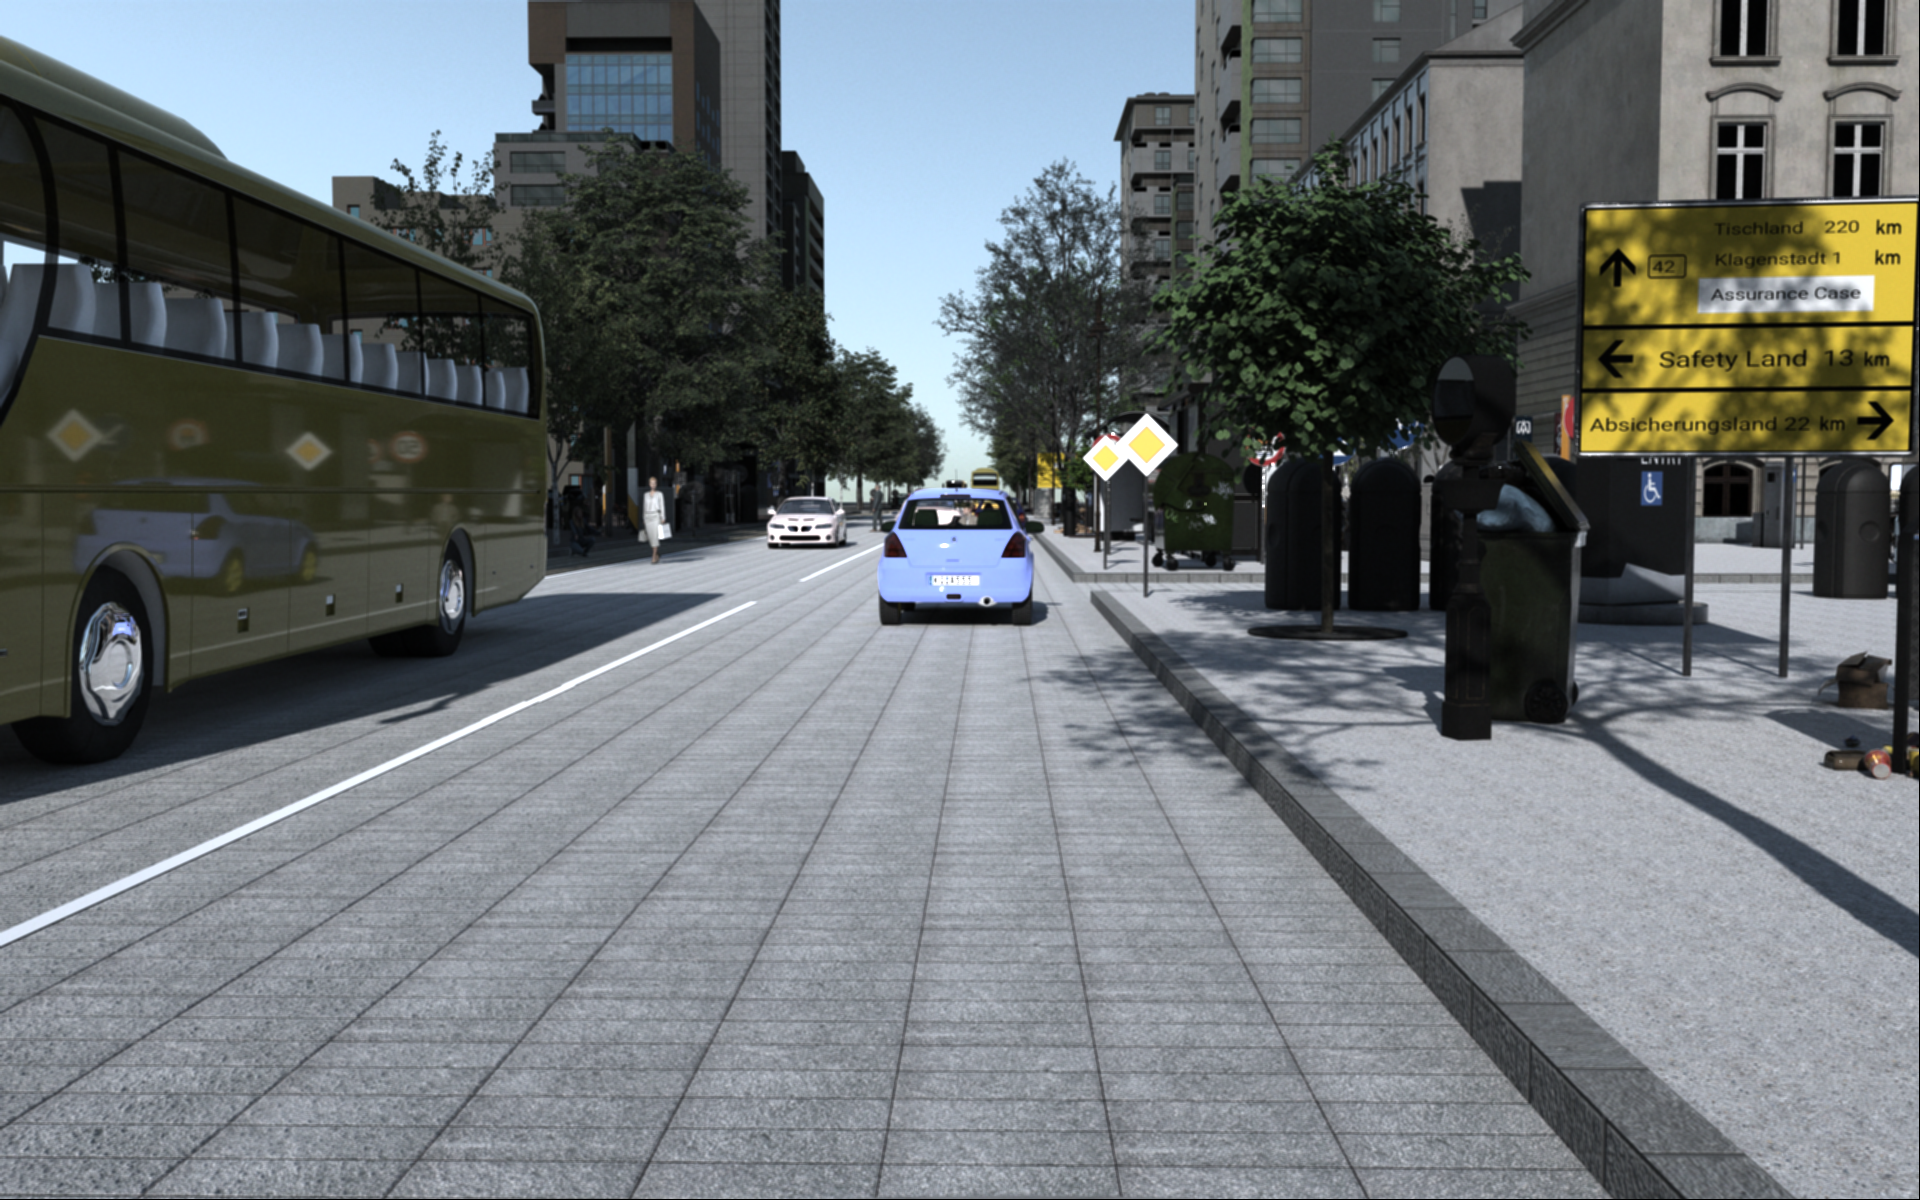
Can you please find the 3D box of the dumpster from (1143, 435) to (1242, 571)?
[{"bbox_3d":[3.963,-1.657,29.589,1.502,2.255,1.985,0,4,1],"label":"dumpster"}]

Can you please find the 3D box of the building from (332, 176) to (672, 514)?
[{"bbox_3d":[-36.487,-16.814,119.951,27.650,21.520,28.899,0,4,1],"label":"building"}]

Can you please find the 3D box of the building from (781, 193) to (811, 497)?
[{"bbox_3d":[-27.641,-33.427,230.123,14.154,41.232,14.086,0,4,1],"label":"building"}]

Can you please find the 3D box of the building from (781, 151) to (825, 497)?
[{"bbox_3d":[-31.066,-38.170,247.785,21.300,48.544,21.600,0,4,1],"label":"building"}]

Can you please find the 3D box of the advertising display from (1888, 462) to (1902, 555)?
[{"bbox_3d":[19.383,-1.833,35.178,0.974,1.923,0.123,1,4,21],"label":"advertising display"}]

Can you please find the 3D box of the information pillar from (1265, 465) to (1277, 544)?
[{"bbox_3d":[7.464,-3.064,41.449,0.504,3.616,0.183,2,4,26],"label":"information pillar"}]

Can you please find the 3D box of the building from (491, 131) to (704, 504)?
[{"bbox_3d":[-29.183,-22.623,141.592,14.160,30.474,14.107,0,4,1],"label":"building"}]

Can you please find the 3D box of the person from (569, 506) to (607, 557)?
[{"bbox_3d":[-8.468,-1.540,39.172,0.738,1.151,1.012,3,5,44],"label":"person"}]

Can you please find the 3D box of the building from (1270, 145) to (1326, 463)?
[{"bbox_3d":[22.922,-15.048,95.187,9.793,20.994,18.267,0,4,1],"label":"building"}]

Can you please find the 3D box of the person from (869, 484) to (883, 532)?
[{"bbox_3d":[-3.196,-3.495,65.816,0.590,1.801,0.661,1,4,18],"label":"person"}]

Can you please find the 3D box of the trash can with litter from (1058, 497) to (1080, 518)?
[{"bbox_3d":[5.591,-4.736,88.816,1.055,1.170,0.624,-3,4,-37],"label":"trash can with litter"}]

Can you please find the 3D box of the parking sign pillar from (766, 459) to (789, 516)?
[{"bbox_3d":[-10.802,-6.989,102.736,1.447,3.967,1.447,2,4,30],"label":"parking sign pillar"}]

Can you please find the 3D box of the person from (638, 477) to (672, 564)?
[{"bbox_3d":[-6.254,-1.638,35.630,0.694,1.780,0.624,2,4,31],"label":"person"}]

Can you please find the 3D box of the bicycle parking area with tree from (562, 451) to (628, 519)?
[{"bbox_3d":[-22.684,-6.836,98.765,9.016,4.147,8.231,3,5,43],"label":"bicycle parking area with tree"}]

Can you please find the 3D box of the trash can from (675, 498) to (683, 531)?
[{"bbox_3d":[-9.938,-2.946,59.825,0.748,1.137,0.748,0,3,0],"label":"trash can"}]

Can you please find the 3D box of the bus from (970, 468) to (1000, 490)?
[{"bbox_3d":[2.367,-10.553,164.087,2.896,3.916,12.252,0,4,1],"label":"bus"}]

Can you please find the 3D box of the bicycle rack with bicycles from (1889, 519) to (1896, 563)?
[{"bbox_3d":[18.293,-1.208,33.134,2.852,0.926,2.925,0,4,-2],"label":"bicycle rack with bicycles"}]

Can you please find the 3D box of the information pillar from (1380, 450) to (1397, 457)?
[{"bbox_3d":[5.506,-1.888,22.229,0.183,3.616,0.504,0,4,-2],"label":"information pillar"}]

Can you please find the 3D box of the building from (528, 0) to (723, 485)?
[{"bbox_3d":[-29.419,-30.937,155.922,14.600,45.320,14.200,0,4,1],"label":"building"}]

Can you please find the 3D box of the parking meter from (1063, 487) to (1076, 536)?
[{"bbox_3d":[3.333,-2.704,52.625,0.372,1.533,0.369,0,3,0],"label":"parking meter"}]

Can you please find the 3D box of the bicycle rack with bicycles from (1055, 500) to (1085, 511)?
[{"bbox_3d":[6.795,-5.523,103.687,2.925,0.926,2.852,1,4,15],"label":"bicycle rack with bicycles"}]

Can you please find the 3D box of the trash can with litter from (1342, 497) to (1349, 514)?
[{"bbox_3d":[10.679,-2.330,49.159,1.678,1.210,2.233,-2,4,-30],"label":"trash can with litter"}]

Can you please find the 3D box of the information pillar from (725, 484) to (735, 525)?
[{"bbox_3d":[-9.701,-4.193,73.051,0.304,2.012,0.304,1,4,12],"label":"information pillar"}]

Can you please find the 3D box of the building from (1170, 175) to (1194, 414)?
[{"bbox_3d":[26.179,-23.694,159.104,14.160,30.474,14.107,0,4,1],"label":"building"}]

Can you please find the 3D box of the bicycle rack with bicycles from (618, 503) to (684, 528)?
[{"bbox_3d":[-12.032,-3.238,66.331,2.852,0.926,2.925,2,4,29],"label":"bicycle rack with bicycles"}]

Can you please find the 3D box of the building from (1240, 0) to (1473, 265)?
[{"bbox_3d":[25.779,-26.524,117.262,14.154,41.232,14.086,0,4,1],"label":"building"}]

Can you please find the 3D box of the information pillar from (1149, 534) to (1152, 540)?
[{"bbox_3d":[5.480,-2.677,48.254,0.304,2.012,0.304,-3,5,-45],"label":"information pillar"}]

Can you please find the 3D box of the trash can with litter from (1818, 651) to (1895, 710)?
[{"bbox_3d":[5.688,0.069,10.261,1.055,1.170,0.624,2,4,26],"label":"trash can with litter"}]

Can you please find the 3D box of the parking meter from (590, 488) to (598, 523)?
[{"bbox_3d":[-16.151,-4.160,76.430,0.372,1.533,0.369,0,3,0],"label":"parking meter"}]

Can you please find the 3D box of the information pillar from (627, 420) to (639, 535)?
[{"bbox_3d":[-10.386,-3.893,55.005,0.183,3.616,0.504,-3,5,-43],"label":"information pillar"}]

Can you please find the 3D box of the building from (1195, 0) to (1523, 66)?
[{"bbox_3d":[33.475,-33.533,137.506,28.713,52.752,27.495,0,4,1],"label":"building"}]

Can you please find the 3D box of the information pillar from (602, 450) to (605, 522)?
[{"bbox_3d":[-16.276,-5.370,79.152,0.183,3.616,0.504,-1,4,-15],"label":"information pillar"}]

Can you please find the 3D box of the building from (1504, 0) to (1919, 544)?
[{"bbox_3d":[34.862,-14.059,48.955,34.723,24.649,14.460,0,4,1],"label":"building"}]

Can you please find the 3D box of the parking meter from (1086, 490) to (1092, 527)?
[{"bbox_3d":[5.014,-3.574,66.848,0.372,1.533,0.369,0,3,0],"label":"parking meter"}]

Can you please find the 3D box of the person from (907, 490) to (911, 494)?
[{"bbox_3d":[-5.126,-10.209,175.423,1.348,1.823,0.705,0,4,0],"label":"person"}]

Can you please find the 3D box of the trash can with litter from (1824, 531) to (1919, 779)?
[{"bbox_3d":[4.940,0.183,8.060,2.233,1.210,1.678,-1,4,-23],"label":"trash can with litter"}]

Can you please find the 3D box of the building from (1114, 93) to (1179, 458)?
[{"bbox_3d":[35.153,-38.893,225.141,28.713,52.752,27.495,0,4,1],"label":"building"}]

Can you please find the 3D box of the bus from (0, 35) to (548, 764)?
[{"bbox_3d":[-5.697,-1.278,12.444,2.896,3.916,12.252,0,4,0],"label":"bus"}]

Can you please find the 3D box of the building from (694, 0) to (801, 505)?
[{"bbox_3d":[-30.384,-47.321,211.946,20.563,71.187,20.611,0,4,1],"label":"building"}]

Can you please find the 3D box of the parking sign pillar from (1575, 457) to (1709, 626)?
[{"bbox_3d":[6.812,-1.773,17.466,1.447,3.967,1.447,-2,4,-33],"label":"parking sign pillar"}]

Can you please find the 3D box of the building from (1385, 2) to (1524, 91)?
[{"bbox_3d":[23.132,-13.932,76.946,9.793,20.994,18.267,0,4,1],"label":"building"}]
